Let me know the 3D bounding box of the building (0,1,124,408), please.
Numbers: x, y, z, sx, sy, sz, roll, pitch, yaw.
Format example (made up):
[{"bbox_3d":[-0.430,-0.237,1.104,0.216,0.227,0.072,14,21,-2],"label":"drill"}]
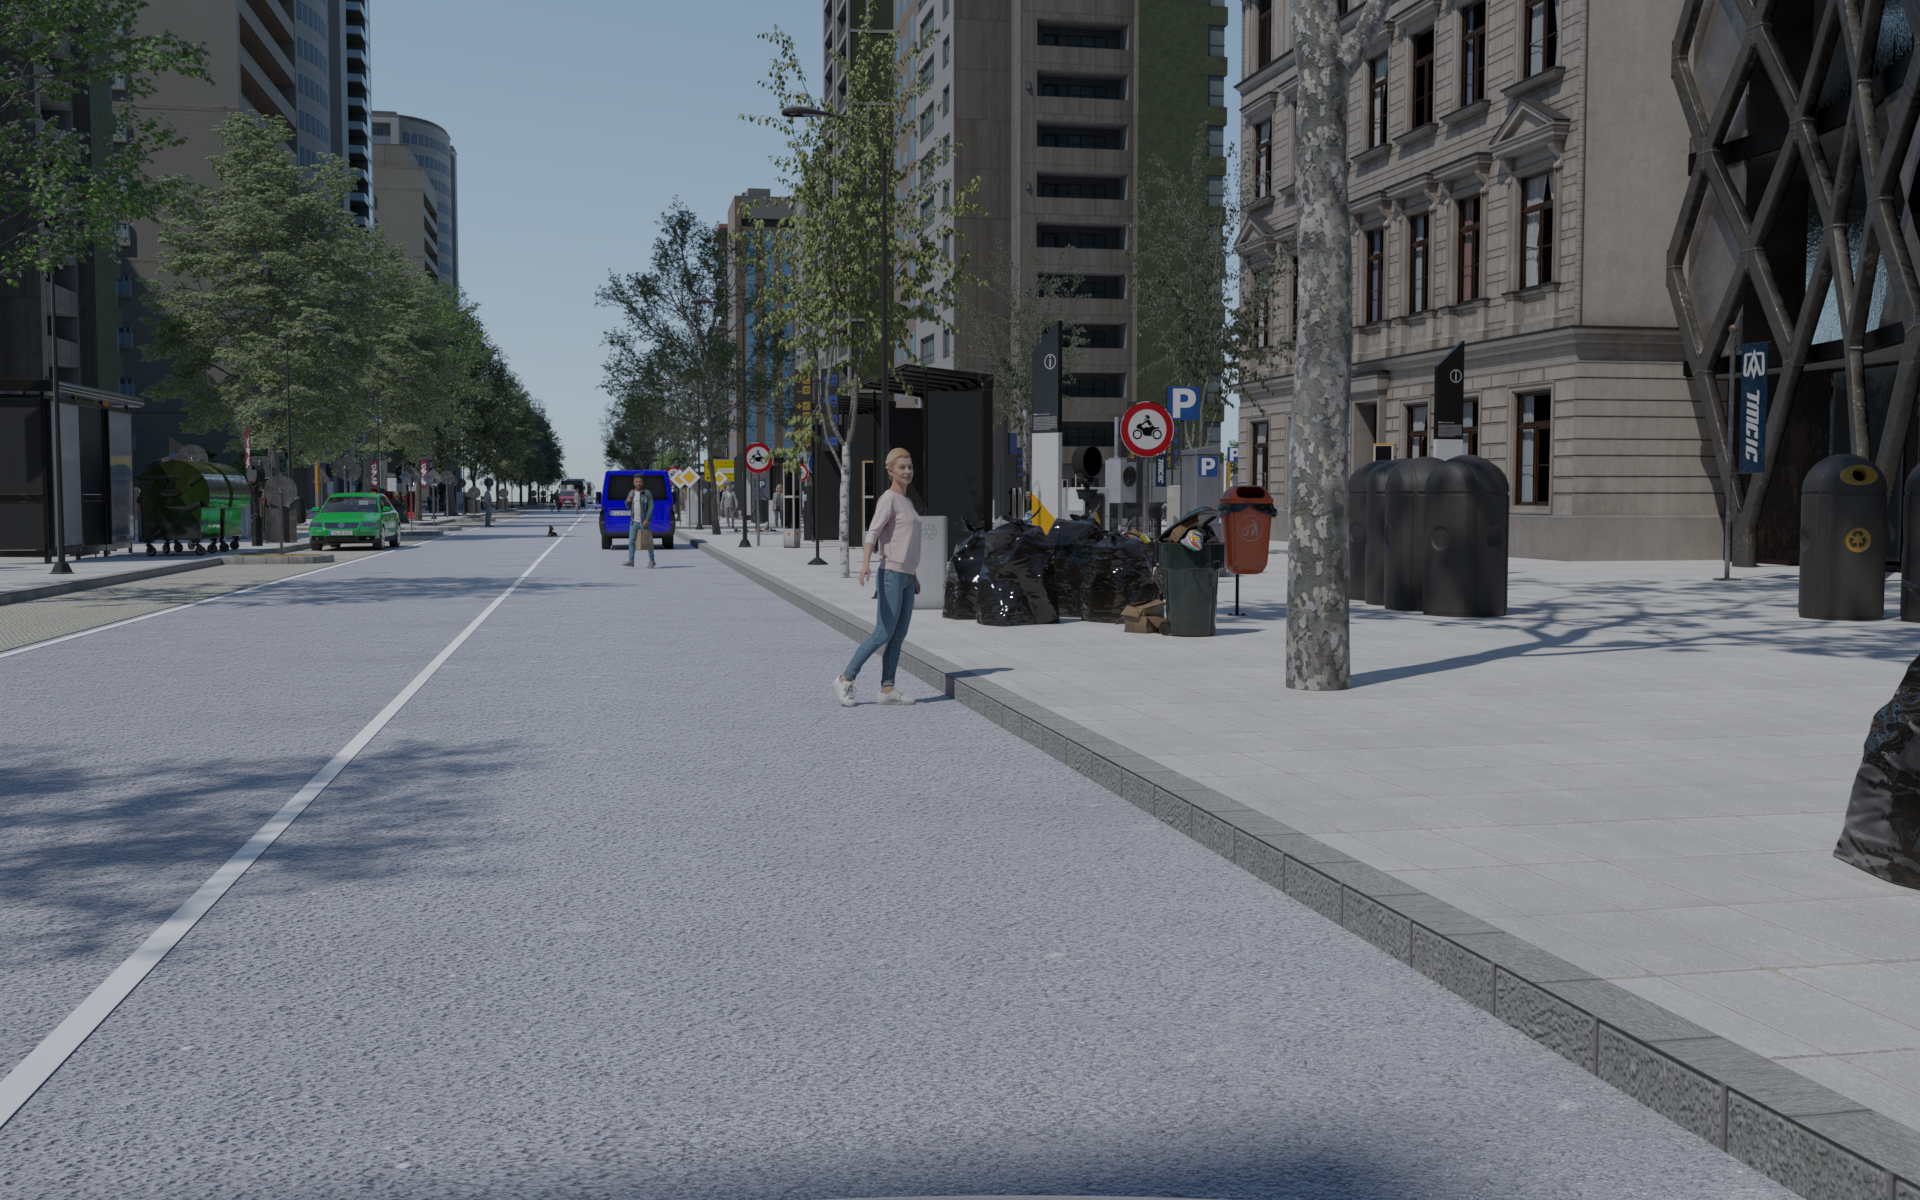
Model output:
[{"bbox_3d":[-49.692,-19.034,82.912,14.160,30.474,14.107,-1,4,-12],"label":"building"}]

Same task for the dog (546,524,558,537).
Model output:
[{"bbox_3d":[-13.742,-2.315,58.051,0.550,0.427,0.748,0,4,8],"label":"dog"}]

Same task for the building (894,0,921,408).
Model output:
[{"bbox_3d":[3.689,-28.287,112.605,14.600,45.320,14.200,-1,4,-12],"label":"building"}]

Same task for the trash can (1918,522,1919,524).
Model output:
[{"bbox_3d":[5.321,0.170,8.881,0.748,1.137,0.748,0,3,0],"label":"trash can"}]

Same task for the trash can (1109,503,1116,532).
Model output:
[{"bbox_3d":[4.734,-2.576,53.764,0.748,1.137,0.748,0,3,0],"label":"trash can"}]

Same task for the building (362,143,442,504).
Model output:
[{"bbox_3d":[-84.570,-37.780,241.397,21.300,48.544,21.600,-1,4,-12],"label":"building"}]

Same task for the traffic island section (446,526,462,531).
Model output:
[{"bbox_3d":[-20.662,-2.794,67.970,2.009,0.180,2.903,-1,4,-12],"label":"traffic island section"}]

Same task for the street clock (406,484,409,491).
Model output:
[{"bbox_3d":[-36.709,-6.772,115.295,0.358,2.002,0.471,-2,4,-26],"label":"street clock"}]

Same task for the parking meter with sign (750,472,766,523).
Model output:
[{"bbox_3d":[-8.954,-4.940,77.022,0.543,3.016,1.738,-2,4,-30],"label":"parking meter with sign"}]

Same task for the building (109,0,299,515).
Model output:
[{"bbox_3d":[-55.225,-29.781,110.623,21.300,48.544,21.600,-1,4,-12],"label":"building"}]

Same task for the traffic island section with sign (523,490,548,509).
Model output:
[{"bbox_3d":[-40.745,-9.611,165.772,1.989,1.847,2.006,-1,4,-12],"label":"traffic island section with sign"}]

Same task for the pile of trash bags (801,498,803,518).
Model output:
[{"bbox_3d":[-7.245,-5.122,93.496,1.912,1.369,3.447,-2,4,-25],"label":"pile of trash bags"}]

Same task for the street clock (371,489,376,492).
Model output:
[{"bbox_3d":[-36.167,-6.256,106.858,0.358,2.002,0.471,1,4,21],"label":"street clock"}]

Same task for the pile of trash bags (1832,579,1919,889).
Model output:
[{"bbox_3d":[4.827,0.258,5.528,3.447,1.369,1.912,-1,4,-8],"label":"pile of trash bags"}]

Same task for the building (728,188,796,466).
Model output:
[{"bbox_3d":[-26.422,-36.910,253.593,14.600,45.320,14.200,-1,4,-12],"label":"building"}]

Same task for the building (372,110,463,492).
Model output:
[{"bbox_3d":[-88.784,-44.257,265.607,21.231,58.520,28.212,-1,4,-12],"label":"building"}]

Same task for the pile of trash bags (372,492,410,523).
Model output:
[{"bbox_3d":[-25.728,-4.103,76.833,1.912,1.369,3.447,-2,4,-32],"label":"pile of trash bags"}]

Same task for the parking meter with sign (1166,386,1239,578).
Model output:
[{"bbox_3d":[3.778,-1.900,27.331,0.543,3.016,1.738,-1,4,-12],"label":"parking meter with sign"}]

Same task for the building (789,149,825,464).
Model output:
[{"bbox_3d":[-5.940,-30.956,198.006,32.217,40.220,23.993,-1,4,-12],"label":"building"}]

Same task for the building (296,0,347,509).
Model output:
[{"bbox_3d":[-65.475,-37.115,148.823,21.231,58.520,28.212,-1,4,-12],"label":"building"}]

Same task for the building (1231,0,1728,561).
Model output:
[{"bbox_3d":[14.379,-10.859,42.174,10.561,19.102,19.286,-1,4,-12],"label":"building"}]

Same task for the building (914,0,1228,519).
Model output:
[{"bbox_3d":[5.565,-19.746,94.556,14.107,30.474,14.160,-1,4,-12],"label":"building"}]

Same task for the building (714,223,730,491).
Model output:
[{"bbox_3d":[-27.773,-37.963,275.322,22.147,44.769,28.867,-1,4,-12],"label":"building"}]

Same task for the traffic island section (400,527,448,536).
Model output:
[{"bbox_3d":[-19.057,-2.316,60.147,2.009,0.180,2.903,-1,4,-12],"label":"traffic island section"}]

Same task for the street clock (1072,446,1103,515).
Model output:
[{"bbox_3d":[1.915,-1.319,26.139,0.358,2.002,0.471,3,5,43],"label":"street clock"}]

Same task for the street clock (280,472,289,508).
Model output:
[{"bbox_3d":[-22.344,-3.215,57.130,0.471,2.002,0.358,2,4,34],"label":"street clock"}]

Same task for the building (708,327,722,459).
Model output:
[{"bbox_3d":[-36.264,-32.135,297.105,14.160,30.474,14.107,-1,4,-12],"label":"building"}]

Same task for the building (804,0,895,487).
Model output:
[{"bbox_3d":[-1.558,-42.714,136.627,20.563,71.187,20.611,-1,4,-12],"label":"building"}]

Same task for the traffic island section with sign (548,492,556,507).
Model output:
[{"bbox_3d":[-46.201,-11.240,192.402,1.989,1.847,2.006,-1,4,-12],"label":"traffic island section with sign"}]

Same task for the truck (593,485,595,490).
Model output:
[{"bbox_3d":[-63.075,-18.032,290.752,3.469,3.379,9.791,-1,4,-12],"label":"truck"}]

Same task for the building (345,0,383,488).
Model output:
[{"bbox_3d":[-71.590,-52.906,177.681,22.319,86.520,31.000,-1,4,-12],"label":"building"}]

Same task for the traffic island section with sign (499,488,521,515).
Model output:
[{"bbox_3d":[-30.703,-6.617,116.813,1.989,1.847,2.006,-1,4,-12],"label":"traffic island section with sign"}]

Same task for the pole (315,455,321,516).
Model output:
[{"bbox_3d":[-29.725,-5.279,80.148,0.158,3.312,0.155,0,3,0],"label":"pole"}]

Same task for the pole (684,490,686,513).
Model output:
[{"bbox_3d":[-19.045,-7.733,120.285,0.158,3.312,0.155,0,3,0],"label":"pole"}]

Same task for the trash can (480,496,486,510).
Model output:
[{"bbox_3d":[-37.344,-7.609,136.063,0.748,1.137,0.748,0,3,0],"label":"trash can"}]

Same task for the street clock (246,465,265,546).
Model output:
[{"bbox_3d":[-17.292,-2.324,42.562,0.471,2.002,0.358,3,4,36],"label":"street clock"}]

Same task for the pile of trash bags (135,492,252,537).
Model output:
[{"bbox_3d":[-22.901,-2.580,51.939,3.447,1.369,1.912,0,4,-8],"label":"pile of trash bags"}]

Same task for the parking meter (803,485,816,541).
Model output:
[{"bbox_3d":[-4.121,-2.402,47.688,0.372,1.533,0.369,0,3,0],"label":"parking meter"}]

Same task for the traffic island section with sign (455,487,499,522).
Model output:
[{"bbox_3d":[-25.230,-4.987,90.166,1.989,1.847,2.006,-1,4,-12],"label":"traffic island section with sign"}]

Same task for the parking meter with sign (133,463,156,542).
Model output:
[{"bbox_3d":[-22.323,-3.037,45.922,1.738,3.016,0.543,-1,4,-8],"label":"parking meter with sign"}]

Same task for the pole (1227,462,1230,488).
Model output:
[{"bbox_3d":[12.909,-5.467,83.229,0.158,3.312,0.155,0,3,0],"label":"pole"}]

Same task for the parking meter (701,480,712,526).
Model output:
[{"bbox_3d":[-10.306,-3.967,70.565,0.399,1.863,0.255,1,4,21],"label":"parking meter"}]

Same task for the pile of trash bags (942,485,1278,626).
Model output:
[{"bbox_3d":[1.576,-0.494,17.824,3.447,1.369,1.912,-1,4,-9],"label":"pile of trash bags"}]

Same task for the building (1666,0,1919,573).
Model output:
[{"bbox_3d":[21.228,-9.648,25.195,16.820,18.784,16.811,-1,4,-12],"label":"building"}]

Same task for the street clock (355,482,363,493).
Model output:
[{"bbox_3d":[-37.431,-6.320,107.895,0.358,2.002,0.471,2,4,28],"label":"street clock"}]

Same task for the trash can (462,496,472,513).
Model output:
[{"bbox_3d":[-33.112,-6.414,116.525,0.748,1.137,0.748,0,3,0],"label":"trash can"}]

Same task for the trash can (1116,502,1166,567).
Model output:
[{"bbox_3d":[3.258,-1.159,30.606,0.748,1.137,0.748,0,3,0],"label":"trash can"}]

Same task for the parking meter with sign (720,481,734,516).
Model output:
[{"bbox_3d":[-13.233,-6.320,99.586,0.543,3.016,1.738,-3,5,-43],"label":"parking meter with sign"}]

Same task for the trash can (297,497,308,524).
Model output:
[{"bbox_3d":[-28.609,-3.869,74.912,0.748,1.137,0.748,0,3,0],"label":"trash can"}]

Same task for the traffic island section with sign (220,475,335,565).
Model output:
[{"bbox_3d":[-14.115,-1.671,35.945,1.989,1.847,2.006,-1,4,-12],"label":"traffic island section with sign"}]
